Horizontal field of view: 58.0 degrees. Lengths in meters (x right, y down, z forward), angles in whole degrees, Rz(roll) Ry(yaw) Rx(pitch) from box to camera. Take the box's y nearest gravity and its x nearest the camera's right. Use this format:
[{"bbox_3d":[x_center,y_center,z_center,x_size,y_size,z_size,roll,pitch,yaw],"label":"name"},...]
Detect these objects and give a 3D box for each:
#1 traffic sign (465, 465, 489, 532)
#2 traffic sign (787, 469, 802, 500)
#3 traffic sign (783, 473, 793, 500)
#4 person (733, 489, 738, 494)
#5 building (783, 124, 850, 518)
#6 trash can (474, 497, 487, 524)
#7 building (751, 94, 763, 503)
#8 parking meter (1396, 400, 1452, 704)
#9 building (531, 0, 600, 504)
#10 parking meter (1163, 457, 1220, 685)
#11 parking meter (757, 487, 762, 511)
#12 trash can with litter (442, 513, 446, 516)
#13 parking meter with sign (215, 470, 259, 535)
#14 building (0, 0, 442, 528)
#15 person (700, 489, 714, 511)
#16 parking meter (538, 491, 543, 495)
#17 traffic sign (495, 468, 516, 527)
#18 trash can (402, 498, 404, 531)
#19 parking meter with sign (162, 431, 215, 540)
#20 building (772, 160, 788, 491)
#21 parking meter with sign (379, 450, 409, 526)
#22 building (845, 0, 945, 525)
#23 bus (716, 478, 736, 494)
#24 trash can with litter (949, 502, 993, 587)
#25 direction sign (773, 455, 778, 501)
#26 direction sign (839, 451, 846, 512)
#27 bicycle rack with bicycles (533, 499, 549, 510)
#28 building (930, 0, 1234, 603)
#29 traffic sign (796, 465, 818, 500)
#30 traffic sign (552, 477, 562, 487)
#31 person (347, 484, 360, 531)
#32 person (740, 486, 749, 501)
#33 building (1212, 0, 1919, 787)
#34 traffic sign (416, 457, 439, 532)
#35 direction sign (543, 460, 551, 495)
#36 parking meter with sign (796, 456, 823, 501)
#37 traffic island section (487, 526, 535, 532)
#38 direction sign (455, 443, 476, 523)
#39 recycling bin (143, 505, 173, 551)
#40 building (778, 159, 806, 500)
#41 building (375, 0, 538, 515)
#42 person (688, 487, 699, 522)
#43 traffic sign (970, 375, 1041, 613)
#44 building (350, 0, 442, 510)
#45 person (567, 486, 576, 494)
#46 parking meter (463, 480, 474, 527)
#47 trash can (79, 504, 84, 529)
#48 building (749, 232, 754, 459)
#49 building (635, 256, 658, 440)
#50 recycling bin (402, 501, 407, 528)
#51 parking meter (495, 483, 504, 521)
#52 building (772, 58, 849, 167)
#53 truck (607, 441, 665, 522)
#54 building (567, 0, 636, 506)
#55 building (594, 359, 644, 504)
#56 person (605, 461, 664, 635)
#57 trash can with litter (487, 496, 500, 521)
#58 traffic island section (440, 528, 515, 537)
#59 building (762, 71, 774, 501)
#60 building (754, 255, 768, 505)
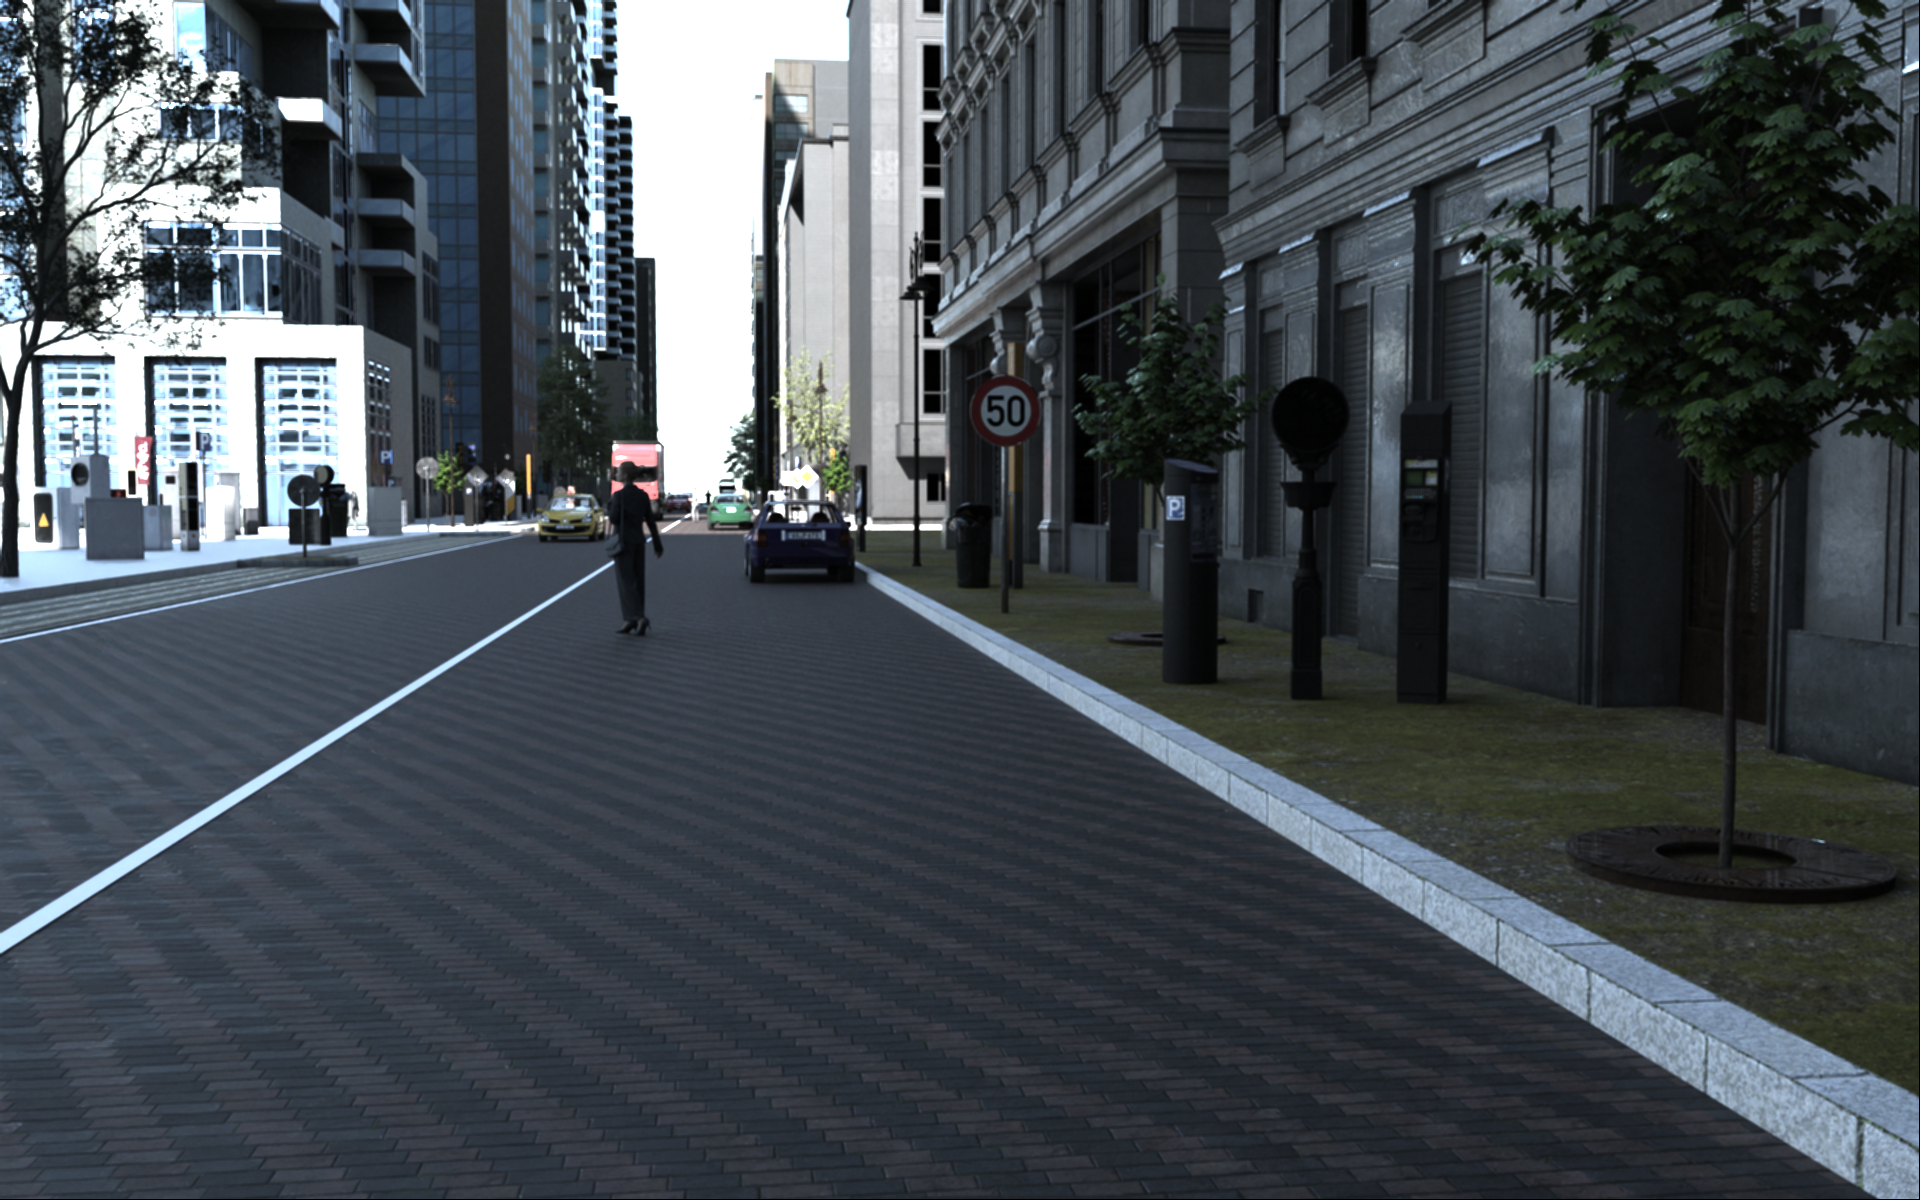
[{"bbox_3d":[-16.424,-3.379,58.885,0.795,2.450,0.064,0,4,-8],"label":"traffic sign"},{"bbox_3d":[-6.414,-3.954,68.290,0.795,2.450,0.064,0,4,-8],"label":"traffic sign"},{"bbox_3d":[-7.953,-4.797,80.556,0.606,2.300,0.079,0,4,-6],"label":"traffic sign"},{"bbox_3d":[-16.915,-7.497,130.887,0.447,1.846,0.655,-1,4,-15],"label":"person"},{"bbox_3d":[-3.283,-17.636,107.411,14.314,24.678,30.058,0,4,-8],"label":"building"},{"bbox_3d":[-20.574,-3.809,73.938,0.748,1.137,0.748,0,3,0],"label":"trash can"},{"bbox_3d":[-20.206,-43.735,257.058,21.231,58.520,28.212,0,4,-8],"label":"building"},{"bbox_3d":[2.862,-0.304,10.677,0.255,1.863,0.399,2,4,25],"label":"parking meter"},{"bbox_3d":[-44.982,-32.691,154.110,23.786,49.044,30.456,0,4,-8],"label":"building"},{"bbox_3d":[1.572,-0.207,11.798,0.372,1.533,0.369,0,3,0],"label":"parking meter"},{"bbox_3d":[-15.622,-7.906,134.977,0.399,1.863,0.255,0,4,-2],"label":"parking meter"},{"bbox_3d":[-30.553,-5.441,100.023,2.233,1.210,1.678,1,4,13],"label":"trash can with litter"},{"bbox_3d":[-22.822,-3.531,53.991,0.543,3.016,1.738,3,5,43],"label":"parking meter with sign"},{"bbox_3d":[-36.039,-46.809,78.002,22.319,86.520,31.000,0,4,-8],"label":"building"},{"bbox_3d":[-21.764,-8.659,149.705,1.348,1.869,0.705,-1,4,-20],"label":"person"},{"bbox_3d":[-30.165,-7.106,124.596,0.372,1.533,0.369,0,3,0],"label":"parking meter"},{"bbox_3d":[-17.508,-3.863,66.797,0.795,2.450,0.064,0,4,-8],"label":"traffic sign"},{"bbox_3d":[-18.565,-2.753,56.666,0.748,1.137,0.748,0,3,0],"label":"trash can"},{"bbox_3d":[-21.878,-3.191,48.429,1.738,3.016,0.543,1,4,10],"label":"parking meter with sign"},{"bbox_3d":[-9.546,-23.340,153.316,14.160,30.474,14.107,0,4,-8],"label":"building"},{"bbox_3d":[-22.662,-4.479,69.495,0.543,3.016,1.738,0,4,5],"label":"parking meter with sign"},{"bbox_3d":[7.425,-17.358,77.305,24.014,27.812,14.314,0,4,-8],"label":"building"},{"bbox_3d":[-36.158,-16.913,268.066,2.896,3.916,12.252,-1,4,-9],"label":"bus"},{"bbox_3d":[0.115,-0.768,23.947,0.624,1.170,1.055,0,4,-6],"label":"trash can with litter"},{"bbox_3d":[-10.672,-6.625,100.316,0.379,3.537,0.876,-1,4,-21],"label":"direction sign"},{"bbox_3d":[-6.413,-6.114,91.959,0.876,3.537,0.379,-2,4,-32],"label":"direction sign"},{"bbox_3d":[-31.834,-7.166,130.554,2.852,0.926,2.925,-2,4,-25],"label":"bicycle rack with bicycles"},{"bbox_3d":[4.128,-11.546,39.679,10.553,20.767,40.483,0,4,-8],"label":"building"},{"bbox_3d":[-5.330,-3.470,60.379,0.795,2.450,0.064,0,4,-8],"label":"traffic sign"},{"bbox_3d":[-24.396,-6.284,104.870,0.606,2.300,0.079,0,4,0],"label":"traffic sign"},{"bbox_3d":[-22.475,-3.383,63.921,0.767,1.812,0.694,3,4,38],"label":"person"},{"bbox_3d":[-10.599,-4.677,84.878,0.656,1.842,0.836,1,4,20],"label":"person"},{"bbox_3d":[8.569,-9.811,9.559,9.793,20.994,18.267,0,4,-8],"label":"building"},{"bbox_3d":[-18.206,-3.617,59.241,0.768,2.556,0.104,0,4,-5],"label":"traffic sign"},{"bbox_3d":[-27.855,-7.642,116.951,0.379,3.537,0.876,1,4,22],"label":"direction sign"},{"bbox_3d":[-6.730,-5.158,80.595,1.738,3.016,0.543,-1,4,-22],"label":"parking meter with sign"},{"bbox_3d":[-17.530,-2.726,66.855,2.009,0.180,2.903,0,4,-8],"label":"traffic island section"},{"bbox_3d":[-21.745,-5.154,76.268,0.876,3.537,0.379,0,4,-1],"label":"direction sign"},{"bbox_3d":[-18.489,-1.653,39.582,0.722,1.027,0.722,0,4,-4],"label":"recycling bin"},{"bbox_3d":[-7.548,-19.269,133.067,12.078,24.808,19.932,0,4,-8],"label":"building"},{"bbox_3d":[-34.942,-28.142,110.237,14.600,45.320,14.200,0,4,-8],"label":"building"},{"bbox_3d":[-13.548,-4.852,88.034,0.583,1.804,0.606,-1,4,-10],"label":"person"},{"bbox_3d":[0.486,-1.132,18.620,0.768,2.556,0.104,0,4,-5],"label":"traffic sign"},{"bbox_3d":[-49.350,-53.251,183.326,22.319,86.520,31.000,0,4,-8],"label":"building"},{"bbox_3d":[-18.973,-4.658,84.637,0.580,1.828,0.573,2,4,28],"label":"person"},{"bbox_3d":[-19.230,-3.795,67.754,0.399,1.863,0.255,-1,4,-23],"label":"parking meter"},{"bbox_3d":[-32.570,-3.221,64.325,0.748,1.137,0.748,0,3,0],"label":"trash can"},{"bbox_3d":[-23.401,-40.786,286.463,23.786,49.044,30.456,0,4,-8],"label":"building"},{"bbox_3d":[-57.996,-37.079,289.843,14.154,41.232,14.086,0,4,-8],"label":"building"},{"bbox_3d":[-21.654,-3.295,66.429,0.722,1.027,0.722,0,4,-4],"label":"recycling bin"},{"bbox_3d":[-22.373,-4.792,84.068,0.399,1.863,0.255,-1,4,-13],"label":"parking meter"},{"bbox_3d":[-10.983,-29.567,167.008,14.154,41.232,14.086,0,4,-8],"label":"building"},{"bbox_3d":[-17.296,-6.388,93.353,2.839,4.237,11.283,0,4,-8],"label":"truck"},{"bbox_3d":[-59.785,-58.277,265.506,22.319,86.520,31.000,0,4,-8],"label":"building"},{"bbox_3d":[-57.984,-23.981,237.120,27.650,21.520,28.899,0,4,-8],"label":"building"},{"bbox_3d":[-3.326,-0.538,17.725,0.534,1.772,0.576,1,4,17],"label":"person"},{"bbox_3d":[-22.141,-4.321,82.036,0.624,1.170,1.055,-2,4,-24],"label":"trash can with litter"},{"bbox_3d":[-16.446,-2.242,58.944,2.009,0.180,2.903,0,4,-8],"label":"traffic island section"},{"bbox_3d":[-13.533,-32.513,181.702,14.600,45.320,14.200,0,4,-8],"label":"building"},{"bbox_3d":[-17.941,-26.879,211.180,14.160,30.474,14.107,0,4,-8],"label":"building"}]
